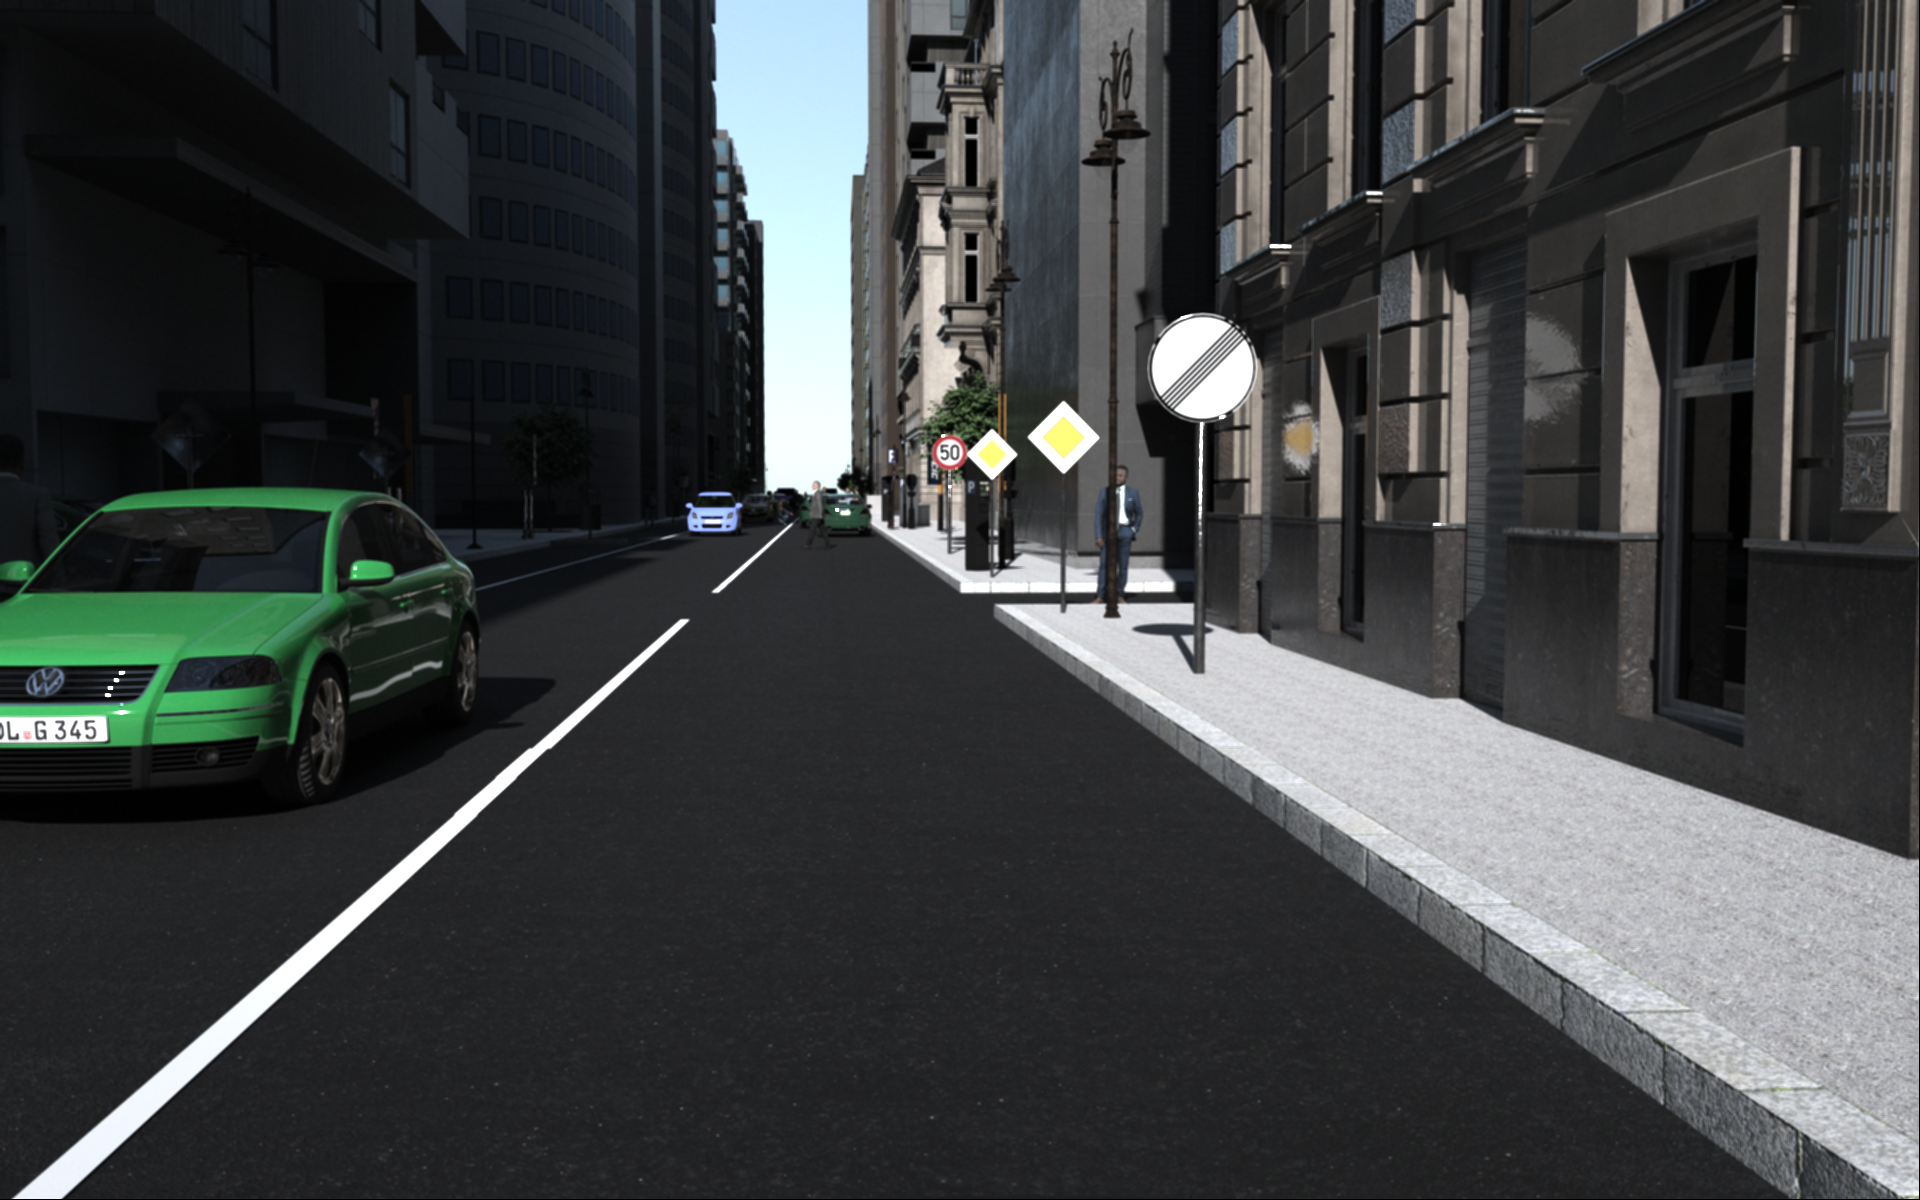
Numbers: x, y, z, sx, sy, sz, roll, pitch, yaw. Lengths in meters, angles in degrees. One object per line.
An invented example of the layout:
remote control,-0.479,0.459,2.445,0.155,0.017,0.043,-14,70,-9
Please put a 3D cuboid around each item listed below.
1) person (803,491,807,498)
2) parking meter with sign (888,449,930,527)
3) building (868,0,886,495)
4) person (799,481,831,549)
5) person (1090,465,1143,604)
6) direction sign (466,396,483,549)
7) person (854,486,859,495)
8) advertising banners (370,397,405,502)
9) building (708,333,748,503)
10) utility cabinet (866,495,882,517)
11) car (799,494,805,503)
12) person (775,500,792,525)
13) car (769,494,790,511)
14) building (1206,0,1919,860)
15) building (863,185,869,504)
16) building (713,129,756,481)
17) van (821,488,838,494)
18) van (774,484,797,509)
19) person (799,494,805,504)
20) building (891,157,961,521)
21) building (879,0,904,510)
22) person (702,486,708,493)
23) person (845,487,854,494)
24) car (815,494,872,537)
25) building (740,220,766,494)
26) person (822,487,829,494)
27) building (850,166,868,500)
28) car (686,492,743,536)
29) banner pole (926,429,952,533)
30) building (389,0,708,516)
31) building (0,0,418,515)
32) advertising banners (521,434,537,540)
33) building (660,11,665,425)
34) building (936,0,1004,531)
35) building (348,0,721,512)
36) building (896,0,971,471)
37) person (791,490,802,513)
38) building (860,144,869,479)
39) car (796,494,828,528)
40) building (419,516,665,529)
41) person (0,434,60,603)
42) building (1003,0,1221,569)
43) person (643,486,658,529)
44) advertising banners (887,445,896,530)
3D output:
person,-17.905,-11.753,201.367,1.217,1.736,0.721,-2,4,-24
parking meter with sign,-1.971,-4.381,67.882,1.738,3.016,0.543,-3,5,-40
building,1.911,-37.941,162.341,21.231,58.520,28.212,0,4,-4
person,-3.787,-2.219,45.176,0.834,1.777,0.661,-1,4,-11
person,2.007,-0.837,22.360,0.721,1.800,0.419,0,4,-3
direction sign,-11.383,-2.968,40.517,0.379,3.537,0.876,-1,4,-18
person,-4.705,-4.242,78.194,0.374,1.781,0.599,0,4,7
advertising banners,-10.709,-2.215,32.401,0.090,3.025,2.074,0,4,-3
building,-38.970,-21.661,199.200,27.650,21.520,28.899,0,4,-4
utility cabinet,-4.638,-5.153,95.405,1.020,1.237,0.306,0,4,-3
car,-22.783,-14.212,244.364,2.014,1.417,4.499,0,4,-4
person,-8.247,-4.094,80.931,0.738,1.151,1.012,3,5,43
car,-15.429,-8.373,147.119,2.015,1.641,3.980,0,4,-4
building,9.015,-12.695,4.830,12.463,27.353,25.104,0,4,-4
building,-5.978,-33.546,232.069,14.154,41.232,14.086,0,4,-4
building,-39.306,-37.213,228.045,23.786,49.044,30.456,0,4,-4
van,-14.273,-11.248,188.285,2.240,2.365,5.245,0,4,-6
van,-16.321,-9.704,163.041,2.240,2.365,5.245,0,4,-3
person,-11.125,-6.753,122.152,0.421,1.427,0.697,-3,5,-41
building,1.997,-13.902,91.925,10.561,19.102,19.286,0,4,-4
building,0.662,-30.049,141.417,14.600,45.320,14.200,0,4,-4
person,-12.506,-4.689,85.262,0.391,1.810,0.635,-3,5,-45
person,-5.898,-5.151,92.981,0.793,1.790,0.793,3,5,44
car,-4.047,-2.920,59.535,2.131,1.459,4.920,0,4,-6
building,-35.628,-34.696,250.865,14.154,41.232,14.086,0,4,-4
person,-6.067,-4.233,78.136,0.576,1.772,0.534,-2,4,-32
building,-4.914,-38.313,250.120,21.300,48.544,21.600,0,4,-4
car,-8.472,-3.079,59.925,1.945,1.707,3.694,0,4,-5
banner pole,-0.677,-4.077,56.674,0.863,3.779,0.401,1,4,9
building,-30.288,-35.807,127.441,21.231,58.520,28.212,0,4,-4
building,-26.738,-27.411,37.410,28.713,52.752,27.495,0,4,-4
advertising banners,-12.341,-3.274,49.715,0.090,3.025,2.074,0,4,-2
building,-26.029,-27.941,106.944,14.600,45.320,14.200,0,4,-4
building,6.430,-15.036,64.925,14.460,24.649,34.723,0,4,-4
building,-35.932,-34.633,155.491,28.713,52.752,27.495,0,4,-4
building,9.451,-32.501,120.635,28.713,52.752,27.495,0,4,-4
person,-12.644,-7.621,133.652,0.990,1.755,0.434,-2,4,-27
building,-0.126,-36.109,209.988,23.786,49.044,30.456,0,4,-4
car,-5.944,-3.808,74.063,2.131,1.459,4.920,0,4,-4
building,-24.650,-32.495,73.290,21.231,58.520,28.212,0,4,-4
person,-5.695,-0.097,10.358,0.678,1.792,0.850,-1,4,-17
building,16.438,-13.226,35.317,30.058,24.678,14.314,0,4,-4
person,-12.703,-3.812,71.172,0.623,1.781,0.721,0,4,-7
advertising banners,-2.476,-4.070,62.734,0.090,3.025,2.074,-1,4,-9
